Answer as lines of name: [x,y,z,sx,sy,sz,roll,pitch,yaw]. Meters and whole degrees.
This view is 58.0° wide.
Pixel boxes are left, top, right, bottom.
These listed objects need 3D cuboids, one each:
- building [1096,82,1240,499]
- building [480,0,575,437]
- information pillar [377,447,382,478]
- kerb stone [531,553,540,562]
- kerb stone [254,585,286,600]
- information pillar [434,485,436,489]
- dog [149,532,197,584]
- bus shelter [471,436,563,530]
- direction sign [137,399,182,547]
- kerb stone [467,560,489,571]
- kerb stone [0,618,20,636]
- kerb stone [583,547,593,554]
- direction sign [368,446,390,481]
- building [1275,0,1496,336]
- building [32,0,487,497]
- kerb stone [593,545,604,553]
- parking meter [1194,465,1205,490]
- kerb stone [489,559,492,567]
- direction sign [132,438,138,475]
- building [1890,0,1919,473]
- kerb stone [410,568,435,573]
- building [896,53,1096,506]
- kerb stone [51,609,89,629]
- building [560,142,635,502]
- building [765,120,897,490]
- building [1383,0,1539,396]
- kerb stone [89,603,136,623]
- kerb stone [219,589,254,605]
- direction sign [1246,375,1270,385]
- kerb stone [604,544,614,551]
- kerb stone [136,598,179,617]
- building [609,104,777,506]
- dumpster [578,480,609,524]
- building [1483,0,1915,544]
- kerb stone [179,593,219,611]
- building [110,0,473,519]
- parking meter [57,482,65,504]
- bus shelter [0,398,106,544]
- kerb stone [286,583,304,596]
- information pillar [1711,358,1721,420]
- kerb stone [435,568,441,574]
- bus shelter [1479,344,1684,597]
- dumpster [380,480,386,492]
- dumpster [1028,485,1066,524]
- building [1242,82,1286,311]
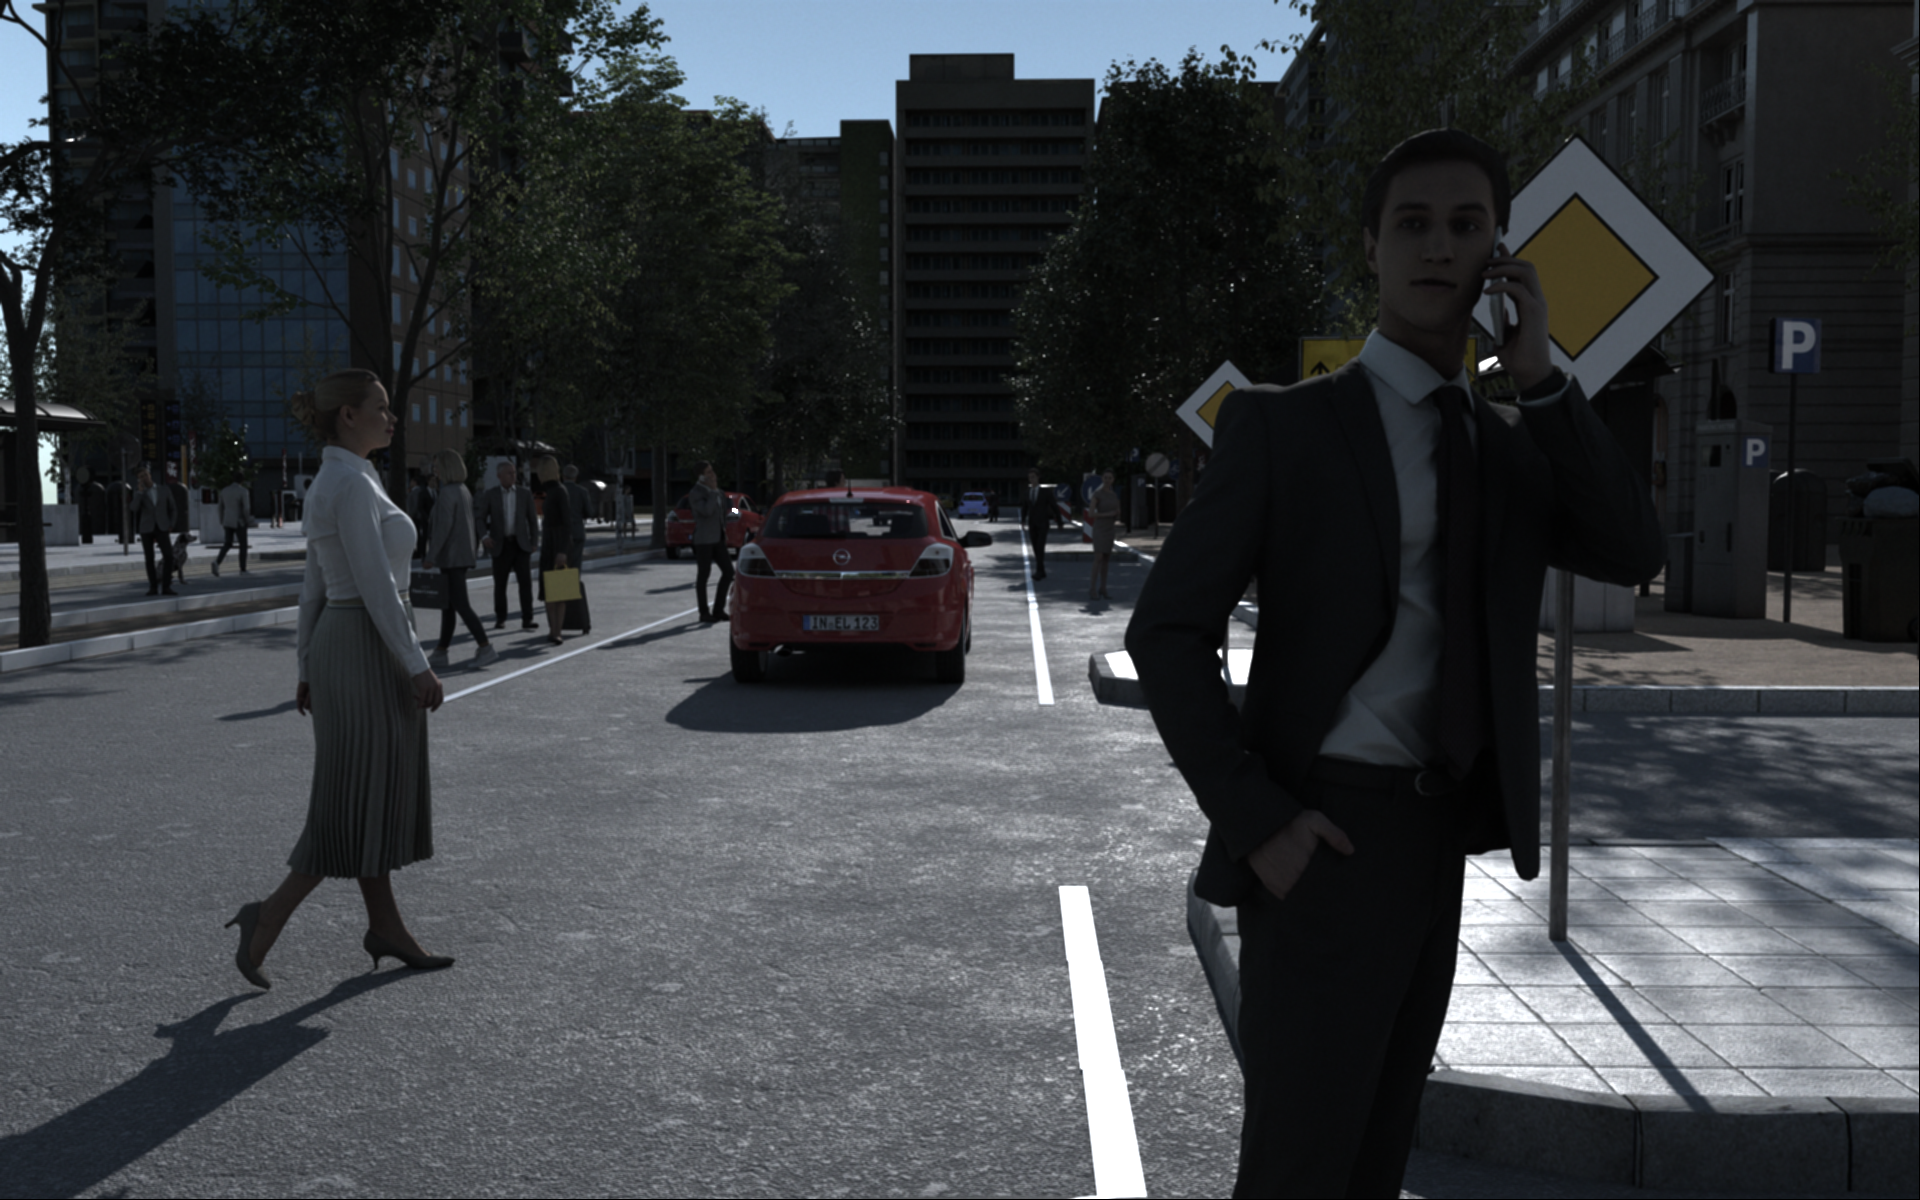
building: [22.388,-33.114,191.527,14.200,45.320,14.600,0,4,2]
building: [-38.896,-28.330,117.815,22.147,44.769,28.867,0,4,2]
information pillar: [-22.174,-4.572,66.115,0.183,3.616,0.504,0,4,0]
kerb stone: [-9.055,-0.903,36.957,0.120,0.150,1.000,0,4,2]
kerb stone: [-9.495,-0.087,23.629,0.120,0.150,1.000,0,4,2]
information pillar: [-25.042,-4.757,82.276,0.304,2.012,0.304,-2,4,-26]
dog: [-12.692,-0.664,27.687,0.800,0.831,0.513,1,4,14]
bus shelter: [-16.244,-4.255,63.486,2.014,3.302,5.546,0,4,2]
direction sign: [-19.203,-3.039,41.681,0.876,3.537,0.379,-2,4,-34]
kerb stone: [-9.192,-0.652,32.860,0.120,0.150,1.000,0,4,2]
kerb stone: [-9.702,0.288,17.489,0.120,0.150,1.000,0,4,2]
kerb stone: [-8.931,-1.150,41.049,0.120,0.150,1.000,0,4,2]
direction sign: [-19.344,-4.027,57.833,0.876,3.537,0.379,1,4,15]
building: [38.717,-27.181,136.295,32.217,40.220,23.993,0,4,2]
building: [-56.897,-29.766,141.304,28.867,44.769,22.147,0,4,2]
kerb stone: [-8.892,-1.216,42.073,0.120,0.150,1.000,0,4,2]
parking meter: [5.394,-2.021,38.754,0.255,1.863,0.399,-1,4,-9]
kerb stone: [-9.169,-0.715,33.887,0.120,0.150,1.000,0,4,2]
direction sign: [-33.249,-4.785,70.238,0.876,3.537,0.379,2,4,26]
building: [32.858,-14.349,31.872,25.104,27.353,12.463,0,4,2]
kerb stone: [-9.299,-0.464,29.790,0.120,0.150,1.000,0,4,2]
building: [4.064,-34.932,194.846,21.600,48.544,21.300,0,4,2]
kerb stone: [-9.668,0.228,18.517,0.120,0.150,1.000,0,4,2]
building: [-35.014,-22.815,144.718,14.107,30.474,14.160,0,4,2]
building: [-14.189,-31.137,192.689,14.086,41.232,14.154,0,4,2]
building: [26.063,-15.178,77.038,11.050,23.489,19.941,0,4,2]
kerb stone: [-9.634,0.163,19.538,0.120,0.150,1.000,0,4,2]
kerb stone: [-9.532,-0.025,22.606,0.120,0.150,1.000,0,4,2]
direction sign: [5.757,-2.517,33.150,0.876,3.537,0.379,-2,4,-30]
kerb stone: [-8.862,-1.278,43.097,0.120,0.150,1.000,0,4,2]
kerb stone: [-9.606,0.100,20.562,0.120,0.150,1.000,0,4,2]
building: [-35.678,-33.216,197.700,28.867,44.769,22.147,0,4,2]
dumpster: [-15.834,-4.198,74.401,1.264,1.857,1.865,0,4,2]
building: [26.247,-13.033,54.894,13.314,21.916,24.055,0,4,2]
kerb stone: [-9.562,0.037,21.584,0.120,0.150,1.000,0,4,2]
building: [-36.302,-27.262,95.840,14.600,45.320,14.200,0,4,2]
parking meter: [-43.787,-4.819,84.502,0.255,1.863,0.399,2,4,35]
bus shelter: [-20.134,-2.572,35.975,2.014,3.302,5.546,0,4,2]
kerb stone: [-9.469,-0.151,24.670,0.120,0.150,1.000,0,4,2]
information pillar: [13.122,-2.372,30.139,0.183,3.616,0.504,2,4,31]
kerb stone: [-9.262,-0.527,30.811,0.120,0.150,1.000,0,4,2]
bus shelter: [7.921,-1.841,24.016,2.014,3.302,5.546,0,4,2]
dumpster: [-19.244,-3.201,54.824,1.502,2.255,1.985,0,4,2]
dumpster: [4.113,-4.485,81.551,1.865,1.857,1.264,0,4,0]
building: [36.598,-33.119,191.605,14.200,45.320,14.600,0,4,2]
